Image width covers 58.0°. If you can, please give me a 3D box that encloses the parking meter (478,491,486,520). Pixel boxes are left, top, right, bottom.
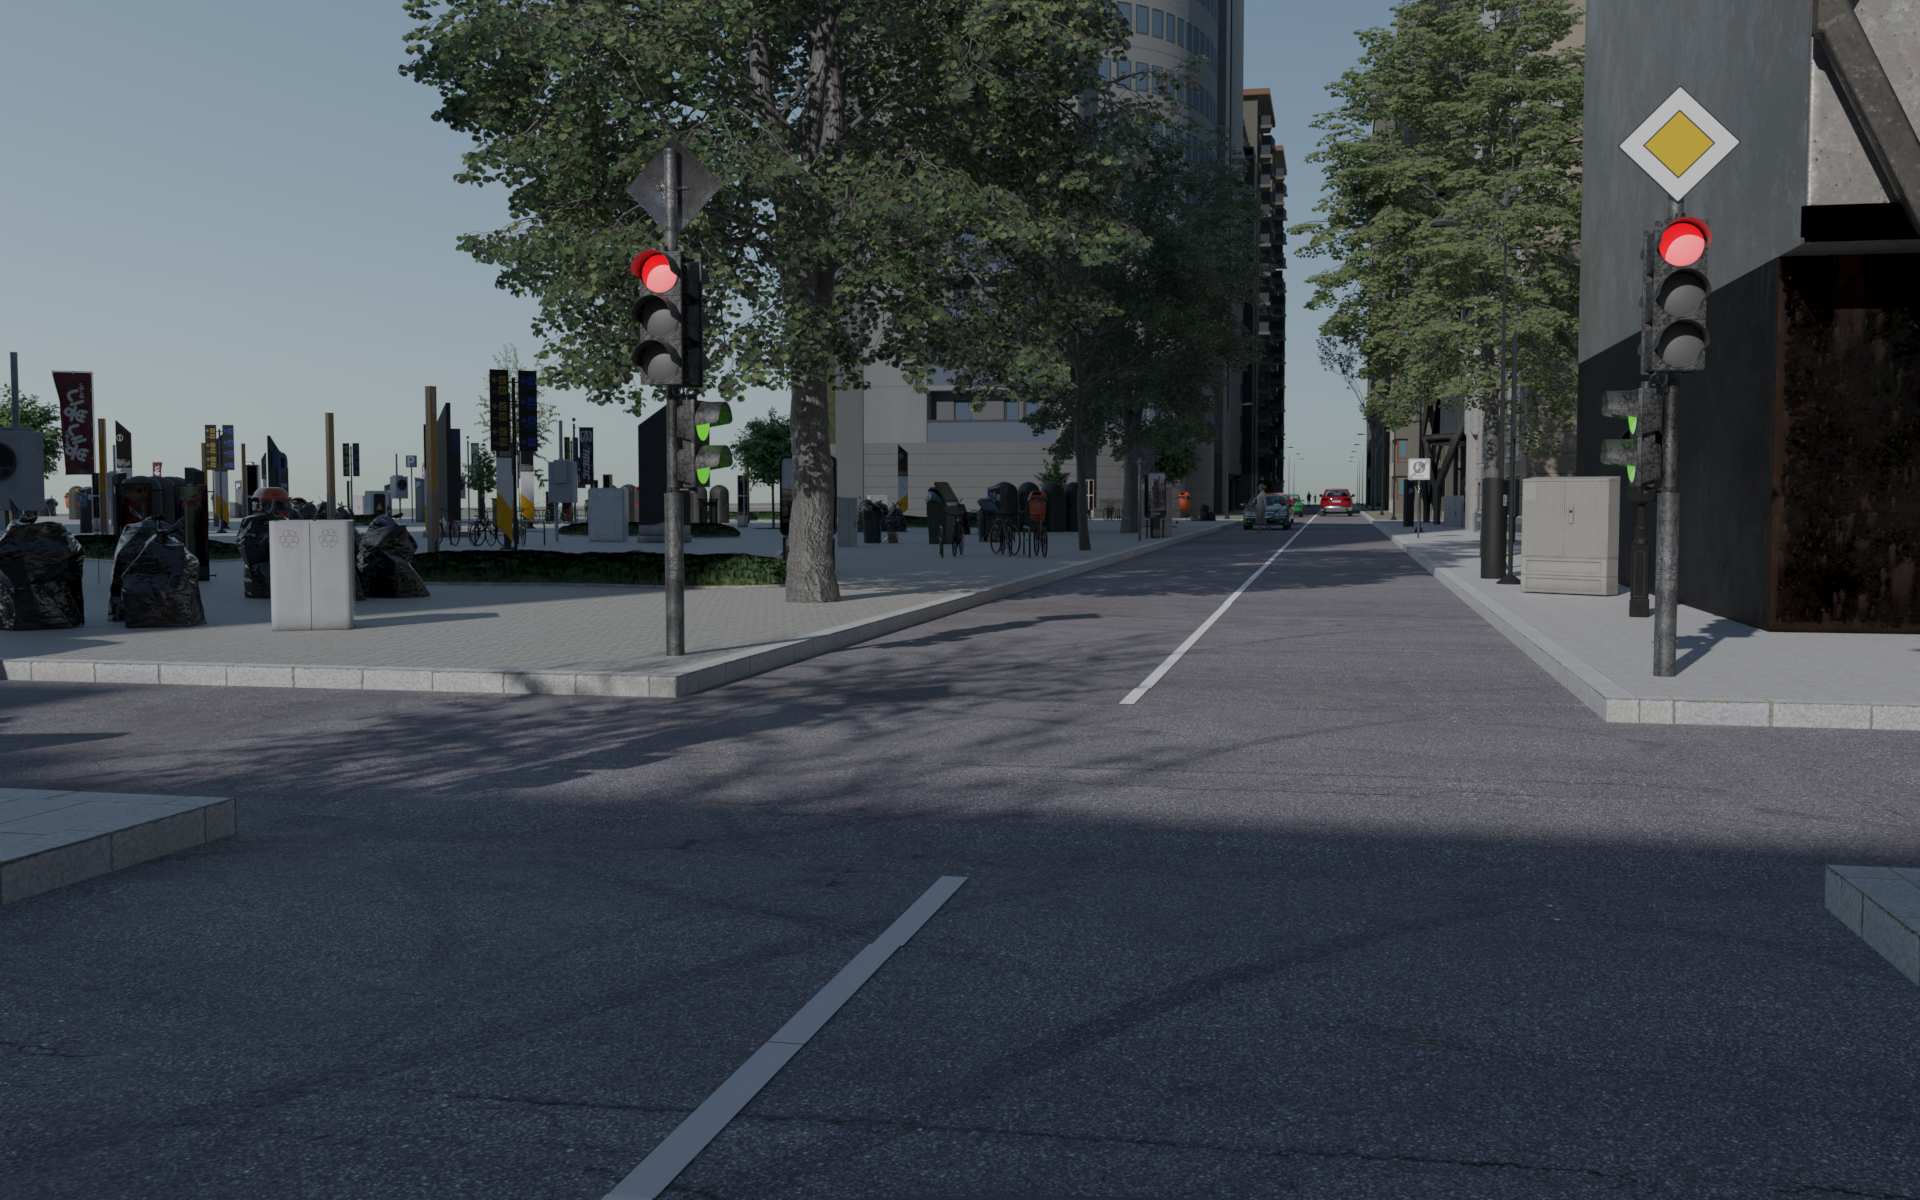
[{"bbox_3d":[-24.047,-4.810,87.058,0.372,1.533,0.369,0,3,0],"label":"parking meter"}]

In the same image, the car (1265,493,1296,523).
[{"bbox_3d":[15.219,-4.583,83.966,2.155,1.783,4.494,1,4,14],"label":"car"}]

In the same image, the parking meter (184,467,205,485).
[{"bbox_3d":[-16.650,-1.958,37.732,0.399,1.863,0.255,2,4,28],"label":"parking meter"}]

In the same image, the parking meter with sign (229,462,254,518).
[{"bbox_3d":[-38.414,-5.890,92.570,0.543,3.016,1.738,1,4,9],"label":"parking meter with sign"}]

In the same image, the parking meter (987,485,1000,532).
[{"bbox_3d":[0.970,-2.517,49.559,0.372,1.533,0.369,0,3,0],"label":"parking meter"}]

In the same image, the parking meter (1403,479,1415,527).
[{"bbox_3d":[17.598,-3.802,67.870,0.399,1.863,0.255,-1,4,-20],"label":"parking meter"}]

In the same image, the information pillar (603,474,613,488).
[{"bbox_3d":[-13.010,-3.639,63.993,0.304,2.012,0.304,0,4,3],"label":"information pillar"}]

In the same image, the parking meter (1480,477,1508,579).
[{"bbox_3d":[8.104,-1.093,26.277,0.372,1.533,0.369,0,3,0],"label":"parking meter"}]

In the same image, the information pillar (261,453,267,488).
[{"bbox_3d":[-39.143,-6.490,97.462,0.183,3.616,0.504,0,4,5],"label":"information pillar"}]

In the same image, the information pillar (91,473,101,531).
[{"bbox_3d":[-29.587,-3.365,59.506,0.304,2.012,0.304,0,4,8],"label":"information pillar"}]

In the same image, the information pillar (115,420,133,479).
[{"bbox_3d":[-26.472,-3.884,54.855,0.504,3.616,0.183,0,4,2],"label":"information pillar"}]

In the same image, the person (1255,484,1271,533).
[{"bbox_3d":[11.098,-3.345,63.411,0.641,1.798,0.478,0,4,5],"label":"person"}]

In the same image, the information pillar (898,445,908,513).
[{"bbox_3d":[-2.692,-5.492,81.155,0.504,3.616,0.183,0,4,-7],"label":"information pillar"}]

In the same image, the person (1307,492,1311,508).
[{"bbox_3d":[37.176,-10.708,184.499,0.541,1.710,0.530,0,4,-6],"label":"person"}]

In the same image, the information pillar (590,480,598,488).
[{"bbox_3d":[-18.814,-5.175,89.097,0.304,2.012,0.304,3,4,39],"label":"information pillar"}]

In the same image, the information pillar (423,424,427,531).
[{"bbox_3d":[-17.875,-4.092,58.258,0.183,3.616,0.504,1,4,11],"label":"information pillar"}]

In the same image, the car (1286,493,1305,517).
[{"bbox_3d":[20.468,-6.058,107.851,1.959,1.807,4.718,1,4,11],"label":"car"}]

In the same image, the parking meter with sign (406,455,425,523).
[{"bbox_3d":[-24.312,-5.031,78.519,0.543,3.016,1.738,1,4,21],"label":"parking meter with sign"}]

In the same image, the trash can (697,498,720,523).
[{"bbox_3d":[-8.316,-2.787,57.219,0.748,1.137,0.748,0,3,0],"label":"trash can"}]

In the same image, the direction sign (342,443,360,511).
[{"bbox_3d":[-27.000,-5.191,76.865,0.876,3.537,0.379,1,4,19],"label":"direction sign"}]

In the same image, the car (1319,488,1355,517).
[{"bbox_3d":[24.354,-6.316,111.947,2.281,1.827,5.304,1,4,13],"label":"car"}]

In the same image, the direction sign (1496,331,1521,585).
[{"bbox_3d":[7.846,-1.994,24.593,0.379,3.537,0.876,1,4,15],"label":"direction sign"}]

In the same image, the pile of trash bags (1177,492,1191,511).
[{"bbox_3d":[9.849,-4.612,85.156,3.447,1.369,1.912,3,5,41],"label":"pile of trash bags"}]

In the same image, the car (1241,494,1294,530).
[{"bbox_3d":[12.507,-3.583,70.381,2.131,1.459,4.920,1,4,12],"label":"car"}]

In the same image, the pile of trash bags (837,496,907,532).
[{"bbox_3d":[-3.616,-2.998,58.768,3.447,1.369,1.912,-1,4,-23],"label":"pile of trash bags"}]

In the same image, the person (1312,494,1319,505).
[{"bbox_3d":[45.991,-12.990,224.149,0.557,1.426,1.065,-3,4,-36],"label":"person"}]

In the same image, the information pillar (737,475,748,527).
[{"bbox_3d":[-8.392,-3.815,66.866,0.304,2.012,0.304,1,4,21],"label":"information pillar"}]

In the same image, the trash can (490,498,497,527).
[{"bbox_3d":[-16.866,-3.177,63.599,0.748,1.137,0.748,0,3,0],"label":"trash can"}]

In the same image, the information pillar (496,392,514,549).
[{"bbox_3d":[-10.447,-2.957,39.708,0.183,3.616,0.504,1,4,22],"label":"information pillar"}]

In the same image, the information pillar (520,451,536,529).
[{"bbox_3d":[-16.017,-4.453,64.162,0.504,3.616,0.183,-1,4,-21],"label":"information pillar"}]

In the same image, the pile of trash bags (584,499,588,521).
[{"bbox_3d":[-17.312,-4.557,84.259,1.912,1.369,3.447,-1,4,-10],"label":"pile of trash bags"}]

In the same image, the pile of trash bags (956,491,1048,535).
[{"bbox_3d":[1.091,-2.765,54.963,3.447,1.369,1.912,1,4,14],"label":"pile of trash bags"}]

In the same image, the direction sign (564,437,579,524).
[{"bbox_3d":[-15.423,-4.697,68.790,0.379,3.537,0.876,2,4,24],"label":"direction sign"}]

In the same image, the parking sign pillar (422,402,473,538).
[{"bbox_3d":[-15.309,-3.861,51.600,1.447,3.967,1.447,-3,4,-36],"label":"parking sign pillar"}]

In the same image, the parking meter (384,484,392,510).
[{"bbox_3d":[-31.951,-5.566,96.711,0.399,1.863,0.255,-3,4,-36],"label":"parking meter"}]

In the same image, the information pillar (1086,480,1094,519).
[{"bbox_3d":[6.628,-5.139,88.521,0.304,2.012,0.304,-2,4,-26],"label":"information pillar"}]

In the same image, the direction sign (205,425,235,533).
[{"bbox_3d":[-24.173,-3.952,56.616,0.876,3.537,0.379,-1,4,-14],"label":"direction sign"}]

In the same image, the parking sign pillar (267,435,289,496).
[{"bbox_3d":[-31.562,-5.610,80.194,1.447,3.967,1.447,0,4,2],"label":"parking sign pillar"}]

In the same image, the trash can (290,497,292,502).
[{"bbox_3d":[-35.030,-4.788,89.940,0.748,1.137,0.748,0,3,0],"label":"trash can"}]

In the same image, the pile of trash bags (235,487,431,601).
[{"bbox_3d":[-8.247,-0.752,22.042,1.912,1.369,3.447,-3,5,-43],"label":"pile of trash bags"}]

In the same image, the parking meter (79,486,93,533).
[{"bbox_3d":[-28.795,-2.975,57.051,0.372,1.533,0.369,0,3,0],"label":"parking meter"}]

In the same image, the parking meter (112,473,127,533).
[{"bbox_3d":[-23.147,-2.570,47.734,0.399,1.863,0.255,3,4,36],"label":"parking meter"}]

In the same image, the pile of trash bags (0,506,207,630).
[{"bbox_3d":[-9.218,-0.443,16.998,3.447,1.369,1.912,-1,4,-16],"label":"pile of trash bags"}]

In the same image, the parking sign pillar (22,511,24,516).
[{"bbox_3d":[-44.058,-5.646,80.781,1.447,3.967,1.447,3,4,38],"label":"parking sign pillar"}]

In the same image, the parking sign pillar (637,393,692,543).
[{"bbox_3d":[-7.849,-3.514,45.934,1.447,3.967,1.447,1,4,12],"label":"parking sign pillar"}]

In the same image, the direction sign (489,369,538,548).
[{"bbox_3d":[-8.143,-2.426,31.666,0.876,3.537,0.379,-2,4,-33],"label":"direction sign"}]

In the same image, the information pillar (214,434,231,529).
[{"bbox_3d":[-27.206,-4.432,63.812,0.504,3.616,0.183,-3,5,-41],"label":"information pillar"}]
